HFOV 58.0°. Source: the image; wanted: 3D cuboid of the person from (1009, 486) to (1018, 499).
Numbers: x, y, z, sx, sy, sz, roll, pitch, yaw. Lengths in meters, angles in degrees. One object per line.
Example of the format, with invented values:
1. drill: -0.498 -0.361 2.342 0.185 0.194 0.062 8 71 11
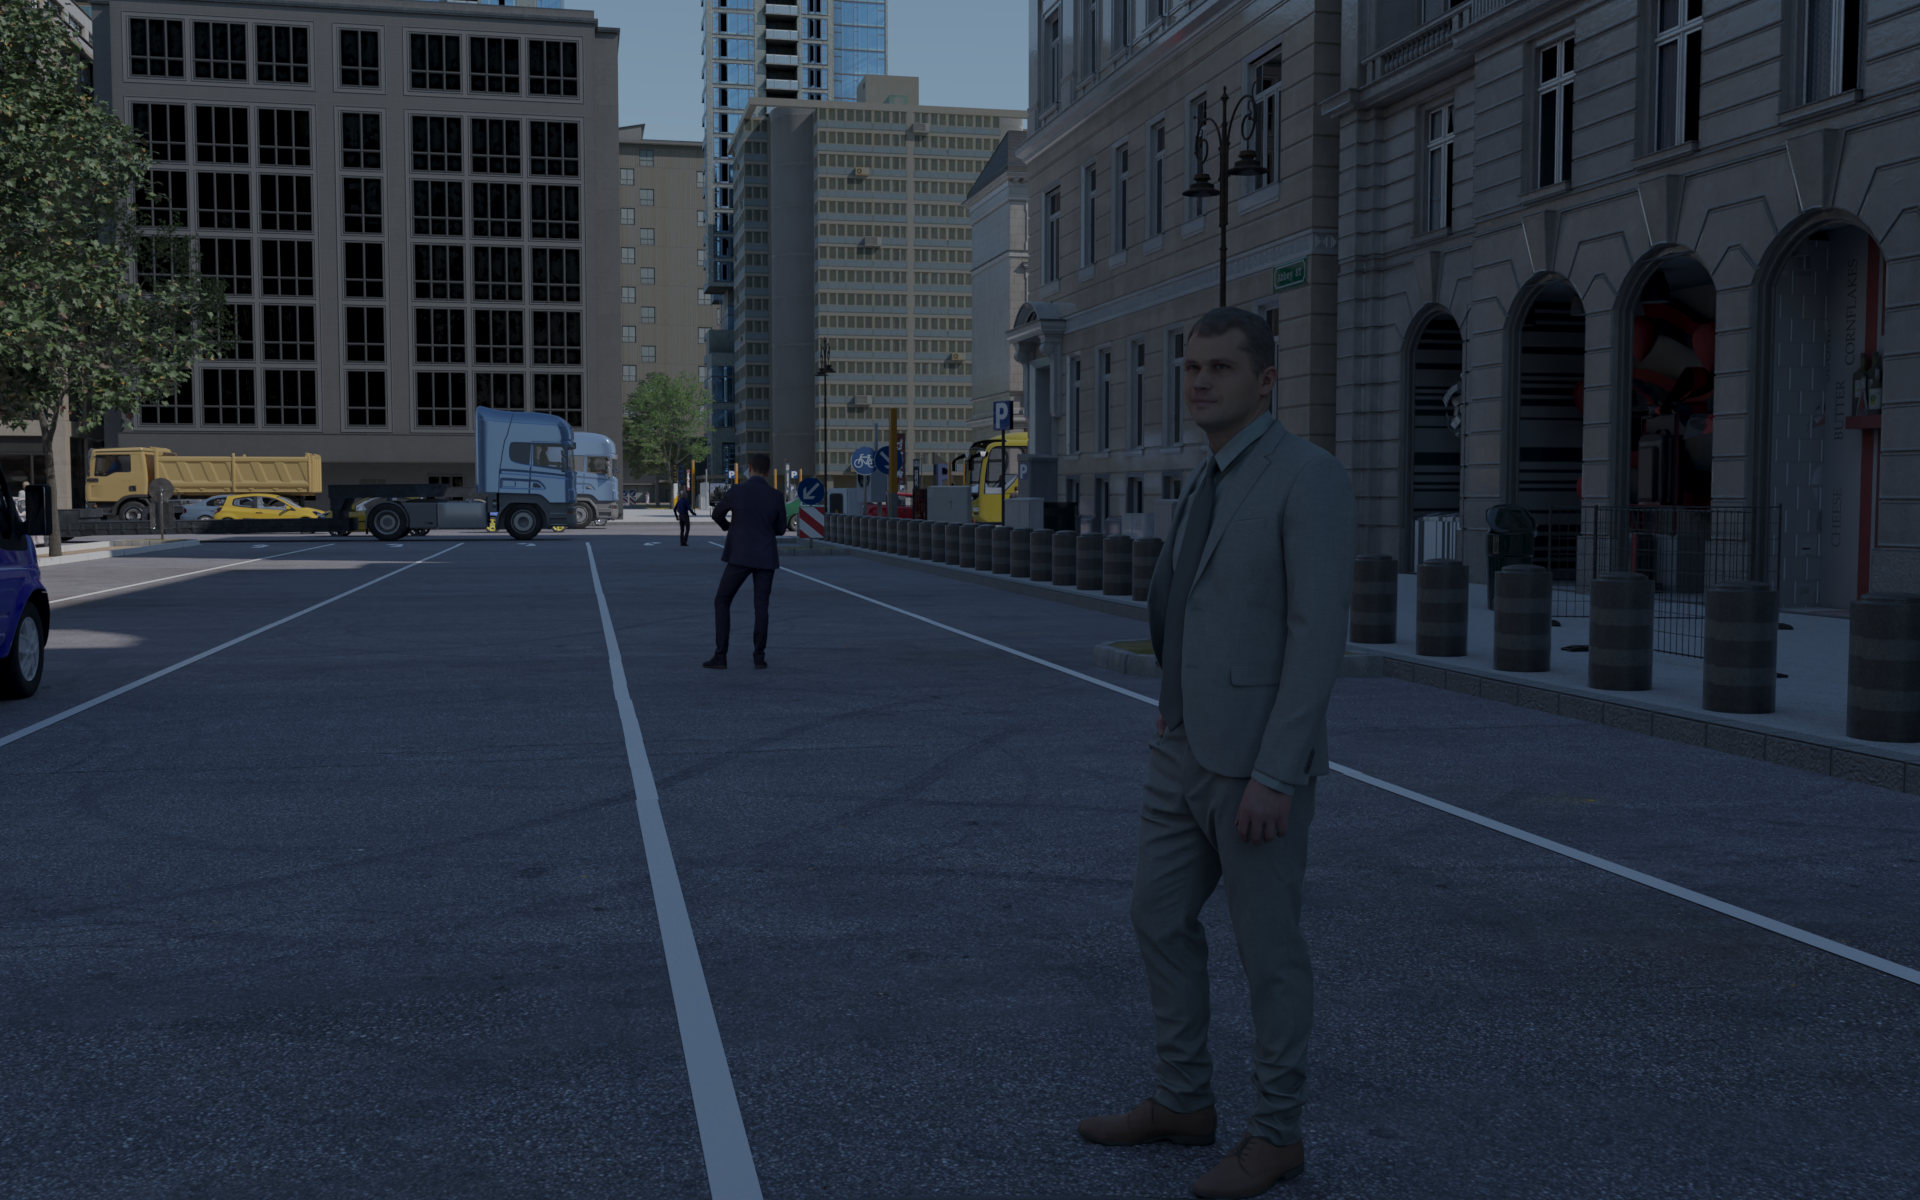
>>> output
1. person: 2.143 -3.409 65.055 0.655 1.722 0.431 2 4 32

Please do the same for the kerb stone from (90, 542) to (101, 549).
1. kerb stone: -22.786 -1.419 45.412 0.120 0.150 1.000 -1 4 -12

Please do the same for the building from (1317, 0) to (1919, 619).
1. building: 14.556 -10.820 18.703 13.314 21.916 24.055 -1 4 -12

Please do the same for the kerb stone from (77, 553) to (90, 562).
1. kerb stone: -18.743 -0.892 36.807 0.120 0.150 1.000 -1 4 -12

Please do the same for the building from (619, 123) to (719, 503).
1. building: -38.677 -40.784 256.053 27.495 52.752 28.713 -1 4 -12

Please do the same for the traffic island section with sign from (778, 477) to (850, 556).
1. traffic island section with sign: -3.739 -1.989 41.142 1.989 1.847 2.006 -1 4 -12

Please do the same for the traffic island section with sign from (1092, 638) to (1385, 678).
1. traffic island section with sign: 2.180 -0.351 14.370 1.989 1.847 2.006 -1 4 -12

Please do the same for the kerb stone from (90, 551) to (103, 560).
1. kerb stone: -18.960 -0.956 37.819 0.120 0.150 1.000 -1 4 -12

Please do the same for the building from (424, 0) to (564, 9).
1. building: -66.637 -57.086 246.021 31.000 86.520 22.319 -1 4 -12

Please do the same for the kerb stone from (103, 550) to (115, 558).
1. kerb stone: -19.184 -1.017 38.821 0.120 0.150 1.000 -1 4 -12

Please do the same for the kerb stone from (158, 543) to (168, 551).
1. kerb stone: -20.296 -1.324 43.846 0.120 0.150 1.000 -1 4 -12

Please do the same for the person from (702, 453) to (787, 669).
1. person: -1.789 -0.329 14.332 0.683 1.767 0.568 -1 4 -18

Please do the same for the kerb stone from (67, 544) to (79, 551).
1. kerb stone: -22.345 -1.296 43.407 0.120 0.150 1.000 -1 4 -12

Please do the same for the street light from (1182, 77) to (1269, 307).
1. street light: 2.998 -2.874 19.785 0.468 5.910 1.993 -1 4 -12

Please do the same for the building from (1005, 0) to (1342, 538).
1. building: 9.977 -15.545 40.062 13.634 28.700 20.117 -1 4 -12

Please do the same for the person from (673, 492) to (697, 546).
1. person: -7.533 -2.238 47.786 0.600 1.496 0.574 -3 4 -37

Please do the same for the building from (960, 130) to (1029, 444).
1. building: 2.875 -14.842 93.569 40.483 20.767 10.553 -1 4 -12

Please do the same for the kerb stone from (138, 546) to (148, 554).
1. kerb stone: -19.855 -1.197 41.838 0.120 0.150 1.000 -1 4 -12

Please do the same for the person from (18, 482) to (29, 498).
1. person: -31.178 -3.021 57.773 0.818 1.842 0.514 1 4 10

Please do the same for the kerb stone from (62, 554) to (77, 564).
1. kerb stone: -18.515 -0.832 35.806 0.120 0.150 1.000 -1 4 -12

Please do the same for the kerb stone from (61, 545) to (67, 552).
1. kerb stone: -22.133 -1.236 42.398 0.120 0.150 1.000 -1 4 -12

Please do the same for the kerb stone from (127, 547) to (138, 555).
1. kerb stone: -19.625 -1.140 40.835 0.120 0.150 1.000 -1 4 -12

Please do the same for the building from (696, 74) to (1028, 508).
1. building: -8.634 -28.927 164.841 32.217 40.220 23.993 -1 4 -12

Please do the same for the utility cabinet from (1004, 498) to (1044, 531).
1. utility cabinet: 1.099 -1.150 29.968 0.306 1.237 1.020 -1 4 -23

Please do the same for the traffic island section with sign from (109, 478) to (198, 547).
1. traffic island section with sign: -22.326 -2.446 48.124 2.006 1.907 1.989 -1 4 -12

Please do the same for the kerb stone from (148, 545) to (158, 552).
1. kerb stone: -20.077 -1.263 42.842 0.120 0.150 1.000 -1 4 -12

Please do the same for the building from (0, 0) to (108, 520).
1. building: -59.860 -17.146 84.854 34.151 26.468 19.350 -1 4 -12

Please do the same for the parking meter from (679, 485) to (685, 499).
1. parking meter: -18.390 -6.665 114.679 0.399 1.863 0.255 0 4 6

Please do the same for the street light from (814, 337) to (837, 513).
1. street light: -3.967 -4.787 51.061 0.468 5.910 1.993 -1 4 -12

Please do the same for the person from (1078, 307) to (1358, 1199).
1. person: 0.575 0.304 3.626 0.391 1.810 0.635 -2 4 -29

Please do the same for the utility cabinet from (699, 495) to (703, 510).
1. utility cabinet: -21.182 -8.103 143.640 0.306 1.237 1.020 3 5 42

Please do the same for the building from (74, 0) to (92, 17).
1. building: -66.965 -30.056 141.525 14.600 45.320 14.200 -1 4 -12

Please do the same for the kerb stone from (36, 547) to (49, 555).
1. kerb stone: -21.905 -1.174 41.397 0.120 0.150 1.000 -1 4 -12

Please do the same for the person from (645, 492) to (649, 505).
1. person: -42.382 -13.790 234.639 0.551 1.740 0.621 -1 4 -9

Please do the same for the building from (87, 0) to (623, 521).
1. building: -29.551 -18.024 88.199 24.014 27.812 14.314 -1 4 -12

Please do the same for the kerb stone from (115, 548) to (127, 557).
1. kerb stone: -19.413 -1.078 39.821 0.120 0.150 1.000 -1 4 -12

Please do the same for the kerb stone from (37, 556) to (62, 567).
1. kerb stone: -18.291 -0.769 34.783 0.120 0.150 1.000 -1 4 -12

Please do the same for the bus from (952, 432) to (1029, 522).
1. bus: 5.950 -4.784 69.760 12.252 3.916 2.896 -1 4 -14

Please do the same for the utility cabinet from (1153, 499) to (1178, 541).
1. utility cabinet: 2.821 -0.648 21.758 0.306 1.237 1.020 3 4 38

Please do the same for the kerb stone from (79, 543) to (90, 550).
1. kerb stone: -22.570 -1.357 44.408 0.120 0.150 1.000 -1 4 -12

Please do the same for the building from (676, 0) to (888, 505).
1. building: -19.431 -53.647 189.804 22.319 86.520 31.000 -1 4 -12

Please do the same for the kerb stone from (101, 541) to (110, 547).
1. kerb stone: -23.020 -1.482 46.426 0.120 0.150 1.000 -1 4 -12

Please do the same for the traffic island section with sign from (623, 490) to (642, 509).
1. traffic island section with sign: -32.242 -9.860 169.836 1.989 1.847 2.006 -1 4 -12
